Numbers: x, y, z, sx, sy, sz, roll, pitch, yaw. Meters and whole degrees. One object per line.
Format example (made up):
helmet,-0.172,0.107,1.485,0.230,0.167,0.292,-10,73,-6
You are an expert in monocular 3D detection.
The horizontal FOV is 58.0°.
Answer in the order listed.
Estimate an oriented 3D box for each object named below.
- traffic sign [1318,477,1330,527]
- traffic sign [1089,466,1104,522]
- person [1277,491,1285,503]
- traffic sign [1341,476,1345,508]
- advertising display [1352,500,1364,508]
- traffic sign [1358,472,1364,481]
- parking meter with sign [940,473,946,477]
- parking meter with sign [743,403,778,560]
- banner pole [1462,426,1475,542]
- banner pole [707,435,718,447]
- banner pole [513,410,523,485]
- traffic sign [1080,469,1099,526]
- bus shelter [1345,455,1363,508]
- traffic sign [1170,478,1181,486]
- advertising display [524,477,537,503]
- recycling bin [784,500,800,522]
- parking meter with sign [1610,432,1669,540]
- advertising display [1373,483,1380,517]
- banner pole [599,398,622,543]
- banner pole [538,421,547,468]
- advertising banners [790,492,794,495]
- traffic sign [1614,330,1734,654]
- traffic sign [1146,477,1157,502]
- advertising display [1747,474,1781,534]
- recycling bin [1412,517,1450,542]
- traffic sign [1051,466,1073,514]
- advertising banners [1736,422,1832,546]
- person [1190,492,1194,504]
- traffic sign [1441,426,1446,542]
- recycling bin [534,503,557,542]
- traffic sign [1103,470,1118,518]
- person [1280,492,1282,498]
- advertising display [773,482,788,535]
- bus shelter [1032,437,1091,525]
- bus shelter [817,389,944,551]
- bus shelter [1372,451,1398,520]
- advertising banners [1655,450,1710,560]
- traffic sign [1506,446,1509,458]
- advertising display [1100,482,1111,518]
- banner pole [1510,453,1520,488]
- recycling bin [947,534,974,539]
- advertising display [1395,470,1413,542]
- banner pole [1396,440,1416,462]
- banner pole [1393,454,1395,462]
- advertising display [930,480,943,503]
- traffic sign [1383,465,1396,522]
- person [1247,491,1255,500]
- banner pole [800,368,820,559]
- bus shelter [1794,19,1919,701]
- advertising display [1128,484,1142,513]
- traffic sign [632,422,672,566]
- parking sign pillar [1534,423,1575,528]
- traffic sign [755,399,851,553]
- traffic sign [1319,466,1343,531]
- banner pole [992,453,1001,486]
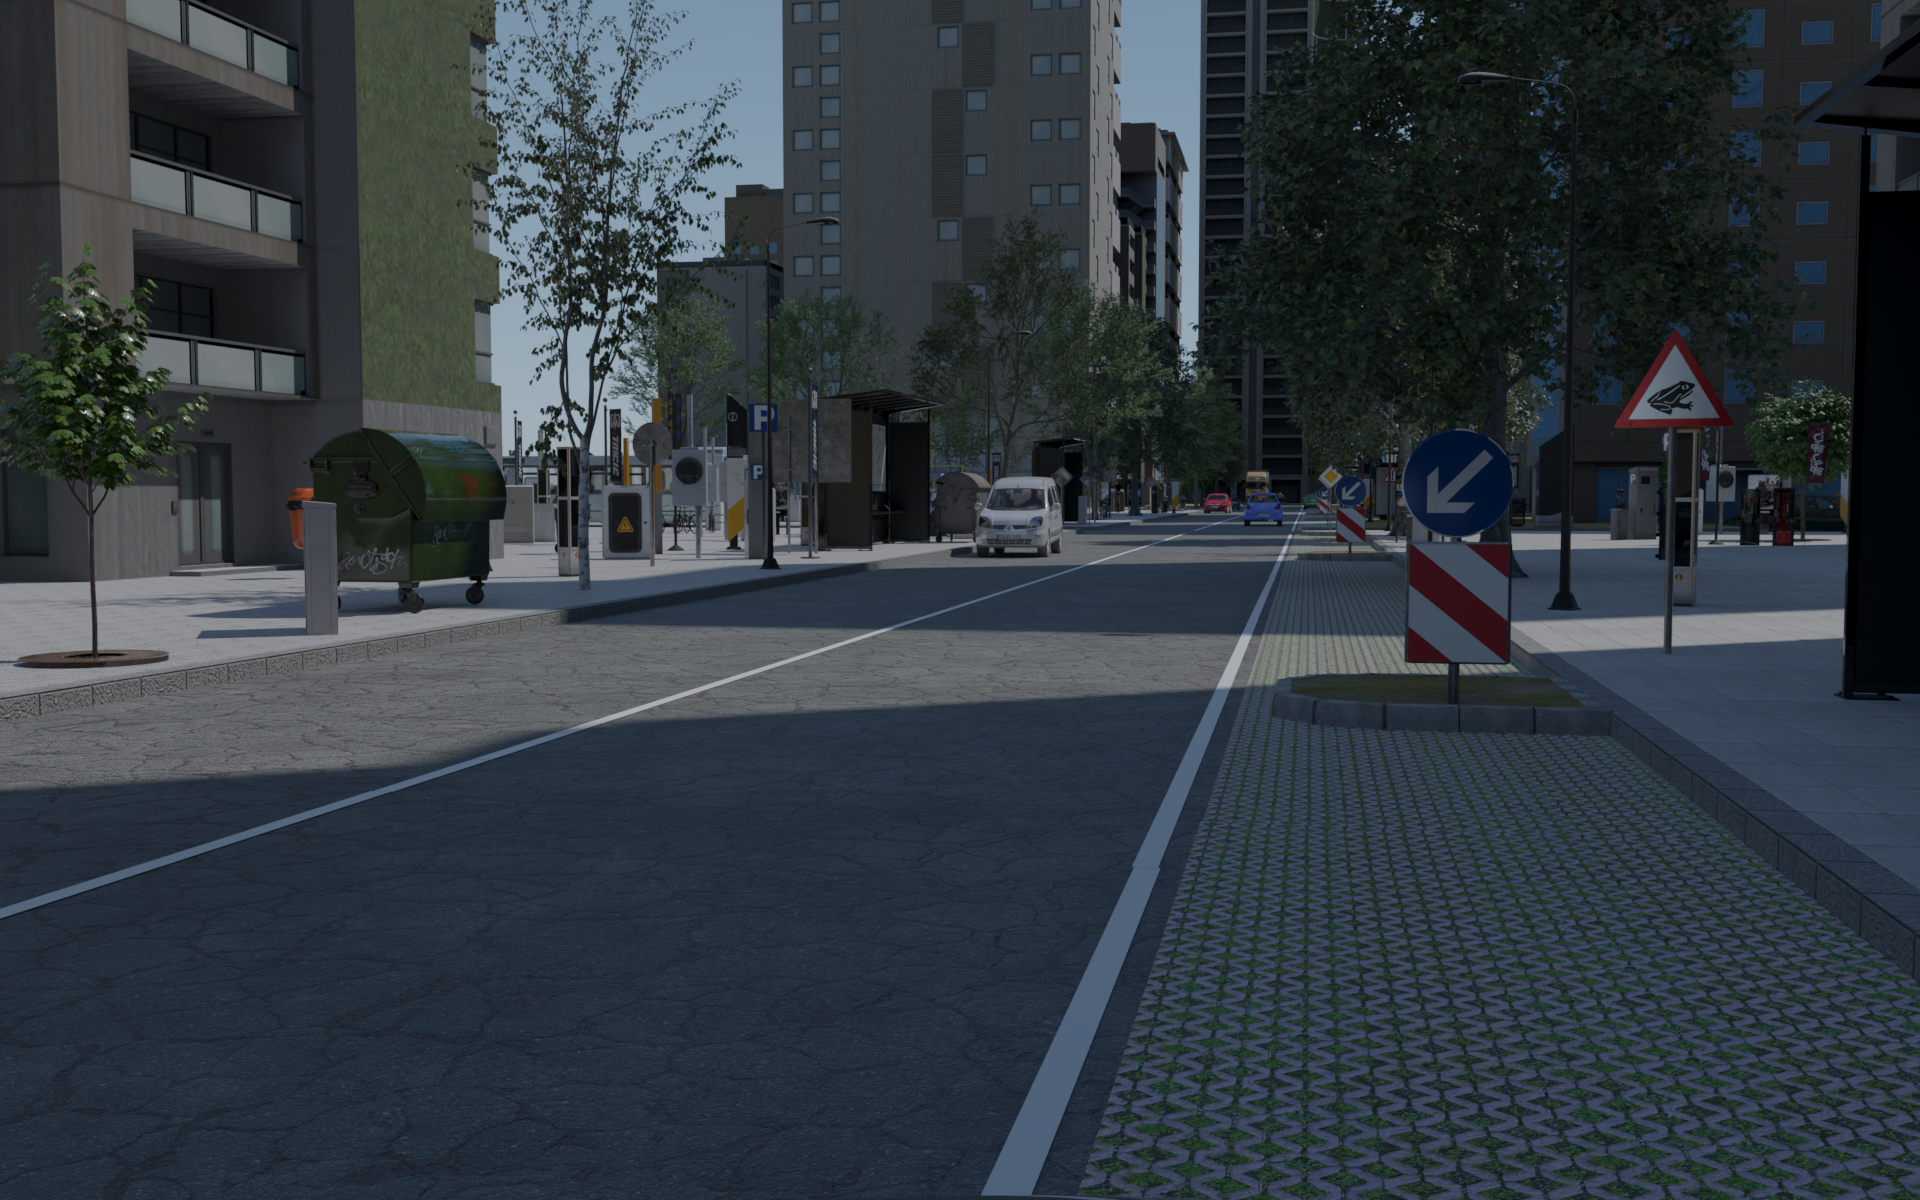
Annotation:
traffic sign,14.415,-3.926,67.836,0.795,2.450,0.064,1,4,11
traffic sign,6.121,-4.794,78.494,0.768,2.556,0.104,1,4,18
person,39.137,-12.442,211.934,1.348,1.823,0.705,3,5,40
traffic sign,27.236,-7.494,122.630,0.768,2.556,0.104,1,4,16
advertising display,19.854,-4.967,86.426,0.123,1.923,0.974,3,5,43
traffic sign,22.671,-5.925,96.980,0.768,2.556,0.104,1,4,13
parking meter with sign,-0.824,-9.028,143.874,0.543,3.016,1.738,3,5,44
parking meter with sign,-3.997,-2.321,34.207,0.543,3.016,1.738,-1,4,-15
banner pole,13.676,-3.463,46.634,0.863,3.779,0.401,-1,4,-19
banner pole,-10.551,-5.139,74.038,0.863,3.779,0.401,3,5,42
banner pole,-13.224,-3.785,51.901,0.401,3.779,0.863,0,4,3
traffic sign,5.209,-4.040,69.702,0.795,2.450,0.064,1,4,11
bus shelter,31.008,-9.623,134.974,2.179,5.291,8.768,1,4,11
traffic sign,15.462,-7.611,124.547,0.768,2.556,0.104,1,4,13
advertising display,-16.040,-3.702,65.740,0.974,1.923,0.123,0,4,4
recycling bin,-7.657,-4.084,79.322,0.722,1.027,0.722,0,4,1
parking meter with sign,19.233,-3.214,48.808,1.738,3.016,0.543,-1,4,-13
advertising display,23.716,-5.668,97.889,0.974,1.923,0.123,-3,4,-37
banner pole,-9.014,-3.353,44.846,0.863,3.779,0.401,3,5,39
banner pole,-14.267,-4.237,59.285,0.401,3.779,0.863,-3,4,-38
advertising banners,-13.433,-8.406,133.620,0.090,3.025,2.074,2,4,35
traffic sign,5.686,-0.847,13.846,0.884,2.594,0.081,1,4,17
traffic sign,14.292,-7.905,129.347,0.768,2.556,0.104,1,4,13
advertising display,25.508,-3.045,55.007,0.974,1.923,0.123,2,4,25
recycling bin,11.457,-1.800,41.983,0.722,1.027,0.722,3,5,43
traffic sign,3.634,-3.562,61.873,0.795,2.450,0.064,1,4,11
advertising banners,20.338,-2.850,42.781,2.074,3.025,0.090,2,4,30
person,29.904,-13.102,223.265,0.990,1.755,0.434,-3,5,-45
traffic sign,9.326,-2.043,33.399,0.884,2.594,0.081,1,4,20
recycling bin,-11.136,-2.083,46.612,0.722,1.027,0.722,0,4,4
traffic sign,8.052,-5.672,92.839,0.768,2.556,0.104,1,4,12
person,40.274,-12.801,217.757,0.705,1.831,1.348,0,4,3
advertising display,-5.845,-3.002,54.295,0.974,1.923,0.123,-1,4,-21
bus shelter,4.376,-5.066,74.108,1.731,3.624,6.357,1,4,11
bus shelter,-1.864,-3.101,41.991,1.731,3.624,6.357,1,4,12
bus shelter,20.910,-5.479,83.500,2.014,3.302,5.546,1,4,11
advertising banners,14.353,-2.327,34.234,2.074,3.025,0.090,-3,5,-39
traffic sign,12.262,-2.438,39.969,0.768,2.556,0.104,1,4,19
advertising display,7.738,-5.329,92.343,0.123,1.923,0.974,-2,4,-26
banner pole,29.844,-6.345,93.752,0.863,3.779,0.401,1,4,11
recycling bin,0.083,-2.384,51.529,0.722,1.027,0.722,-3,4,-37
advertising display,12.063,-2.498,46.050,0.974,1.923,0.123,1,4,9
banner pole,15.248,-4.200,58.683,0.401,3.779,0.863,-1,4,-21
banner pole,25.257,-6.737,100.175,0.863,3.779,0.401,-1,4,-22
advertising display,-1.116,-4.645,81.153,0.123,1.923,0.974,-2,4,-34
traffic sign,19.518,-4.782,78.195,0.884,2.594,0.081,1,4,20
person,26.859,-9.163,158.837,1.217,1.766,0.721,3,5,41
banner pole,-2.941,-2.729,34.635,0.401,3.779,0.863,1,4,10
bus shelter,5.432,-1.006,7.726,1.731,3.624,6.357,1,4,11
advertising display,11.017,-6.368,109.326,0.974,1.923,0.123,-2,4,-28
traffic sign,-5.456,-1.868,30.650,0.768,2.556,0.104,1,4,16
parking sign pillar,22.714,-4.749,66.114,1.447,3.967,1.447,0,4,1
traffic sign,-3.402,-2.661,37.380,2.265,3.308,0.079,1,4,20
traffic sign,12.840,-3.447,60.007,0.795,2.450,0.064,1,4,11
banner pole,1.775,-6.227,91.834,0.863,3.779,0.401,1,4,14
